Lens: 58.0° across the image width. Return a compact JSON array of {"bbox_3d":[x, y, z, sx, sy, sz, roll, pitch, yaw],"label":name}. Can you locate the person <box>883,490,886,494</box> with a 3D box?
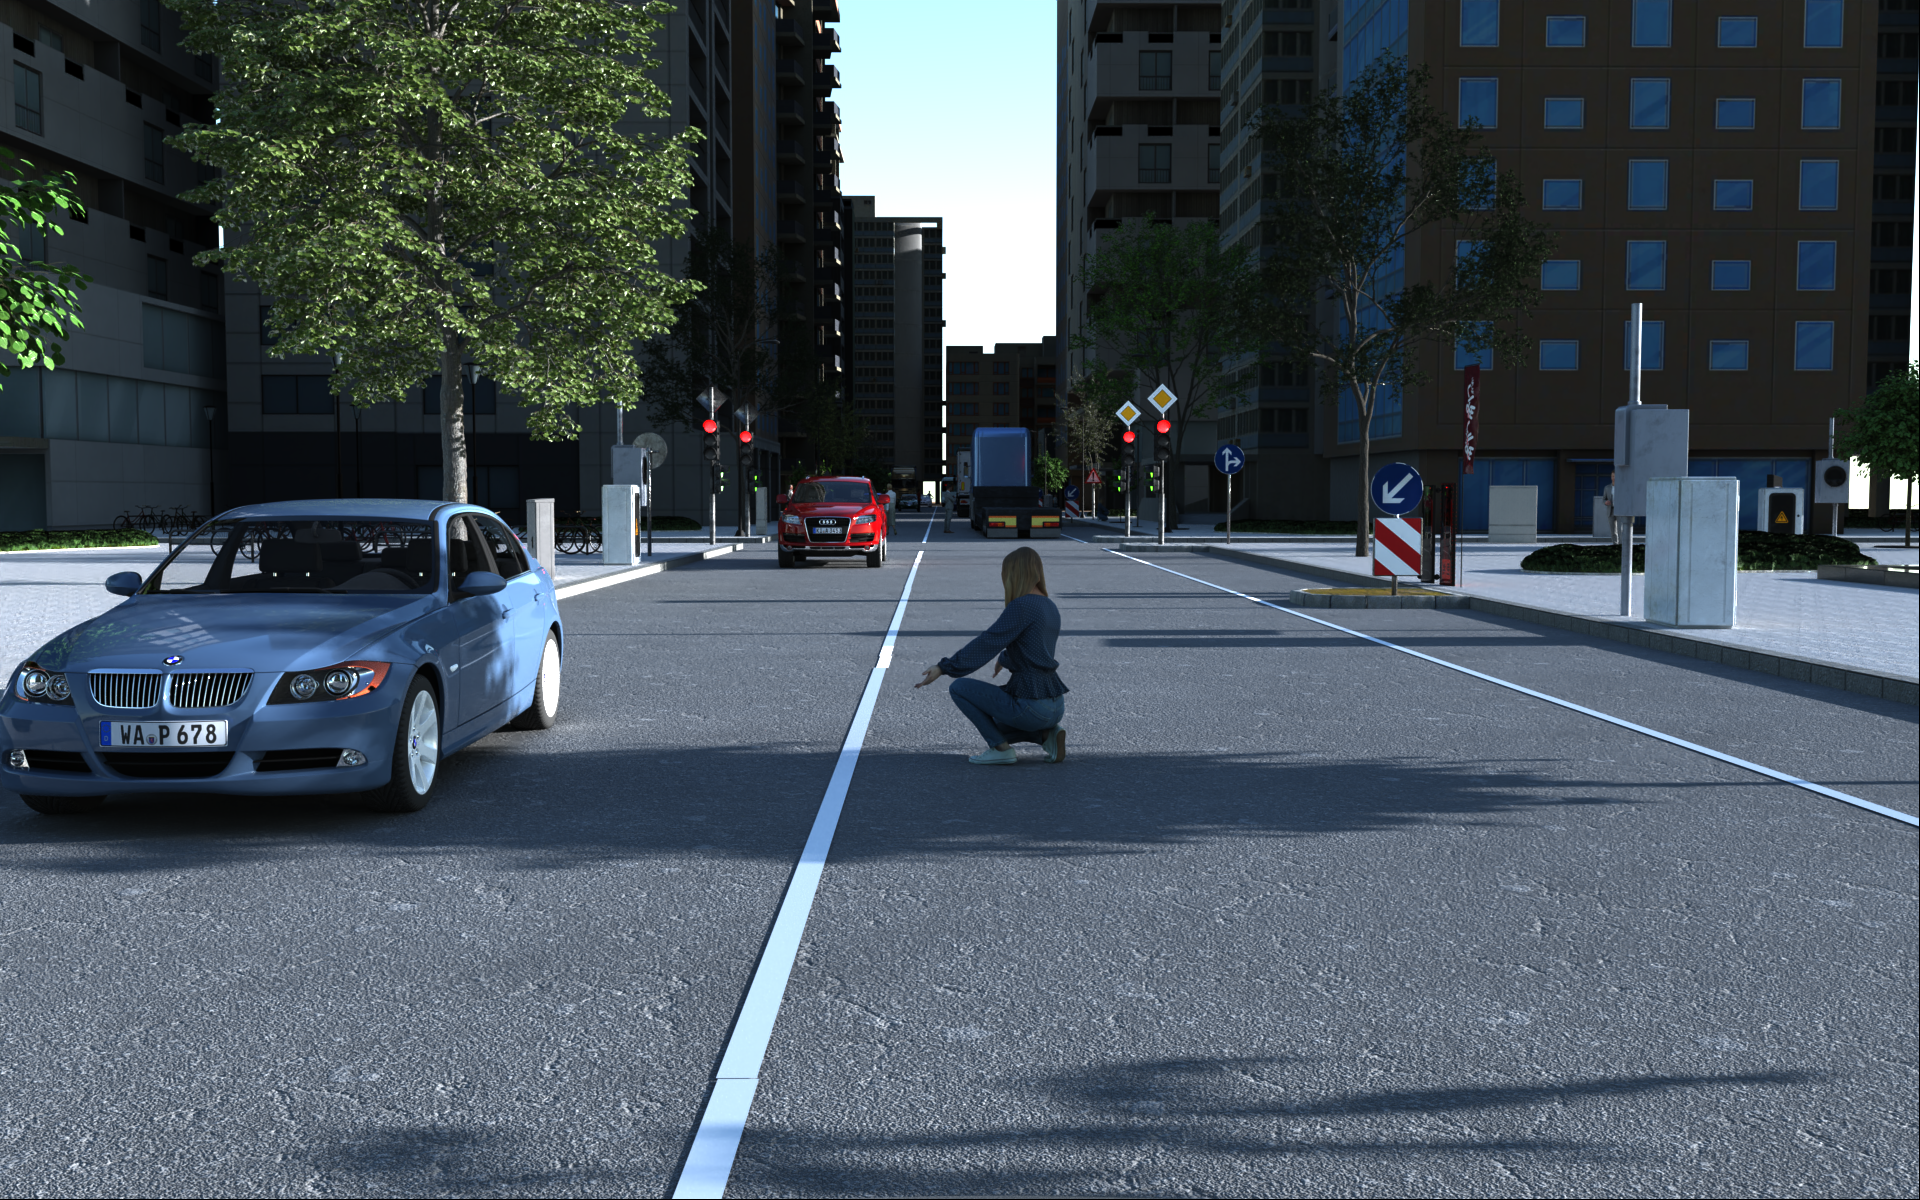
[{"bbox_3d":[-8.486,-11.399,193.243,0.721,1.723,1.217,3,5,44],"label":"person"}]

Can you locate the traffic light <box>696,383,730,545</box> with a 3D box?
[{"bbox_3d":[-6.259,-3.358,43.827,0.839,4.253,0.868,0,4,-1],"label":"traffic light"}]

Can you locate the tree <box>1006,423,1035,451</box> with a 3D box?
[{"bbox_3d":[5.528,-13.621,173.062,4.360,8.622,3.978,0,3,0],"label":"tree"}]

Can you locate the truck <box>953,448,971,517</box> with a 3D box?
[{"bbox_3d":[1.028,-7.403,109.945,2.839,4.237,11.283,0,4,-1],"label":"truck"}]

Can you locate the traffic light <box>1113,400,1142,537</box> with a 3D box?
[{"bbox_3d":[5.014,-3.855,51.952,0.839,4.253,0.868,0,4,-1],"label":"traffic light"}]

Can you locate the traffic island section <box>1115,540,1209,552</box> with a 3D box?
[{"bbox_3d":[5.141,-1.333,44.081,2.009,0.180,2.903,0,4,-1],"label":"traffic island section"}]

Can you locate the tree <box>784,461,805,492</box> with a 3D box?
[{"bbox_3d":[-9.357,-6.449,100.047,1.663,3.219,1.824,0,3,0],"label":"tree"}]

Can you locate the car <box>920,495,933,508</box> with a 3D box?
[{"bbox_3d":[-3.944,-10.624,186.068,2.083,1.381,4.827,0,3,0],"label":"car"}]

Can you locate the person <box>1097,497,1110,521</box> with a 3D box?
[{"bbox_3d":[6.789,-4.264,81.265,0.738,1.151,1.012,1,4,15],"label":"person"}]

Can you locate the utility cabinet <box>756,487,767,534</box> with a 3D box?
[{"bbox_3d":[-6.297,-2.824,54.856,0.318,1.500,1.173,0,4,-3],"label":"utility cabinet"}]

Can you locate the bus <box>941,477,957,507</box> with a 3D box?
[{"bbox_3d":[-0.742,-12.307,196.073,2.948,3.499,13.247,0,4,1],"label":"bus"}]

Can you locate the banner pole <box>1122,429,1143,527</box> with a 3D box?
[{"bbox_3d":[6.656,-4.714,67.083,0.863,3.779,0.401,0,4,3],"label":"banner pole"}]

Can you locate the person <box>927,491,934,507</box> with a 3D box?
[{"bbox_3d":[-3.478,-11.571,197.761,1.350,1.814,0.705,3,5,44],"label":"person"}]

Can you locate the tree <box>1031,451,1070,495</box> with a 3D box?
[{"bbox_3d":[6.565,-8.984,130.604,4.285,4.588,4.351,0,3,0],"label":"tree"}]

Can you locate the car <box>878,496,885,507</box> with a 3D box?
[{"bbox_3d":[-4.475,-4.846,91.807,1.945,1.354,3.894,0,4,-2],"label":"car"}]

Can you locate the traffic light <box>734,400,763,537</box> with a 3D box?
[{"bbox_3d":[-6.347,-3.847,51.811,0.839,4.253,0.868,0,4,-1],"label":"traffic light"}]

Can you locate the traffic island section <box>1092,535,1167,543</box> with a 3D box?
[{"bbox_3d":[5.054,-1.822,52.066,2.009,0.180,2.903,0,4,-1],"label":"traffic island section"}]

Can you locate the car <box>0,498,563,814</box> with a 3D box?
[{"bbox_3d":[-3.325,0.165,9.304,2.014,1.417,4.499,0,4,-1],"label":"car"}]

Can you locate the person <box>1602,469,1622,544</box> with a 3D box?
[{"bbox_3d":[13.699,-1.836,36.262,0.606,1.804,0.583,3,5,40],"label":"person"}]

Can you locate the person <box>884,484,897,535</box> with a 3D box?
[{"bbox_3d":[-2.391,-3.143,60.113,0.478,1.798,0.641,-2,4,-27],"label":"person"}]

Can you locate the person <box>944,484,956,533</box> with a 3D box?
[{"bbox_3d":[-0.351,-3.369,63.763,0.466,1.800,0.511,-2,4,-31],"label":"person"}]

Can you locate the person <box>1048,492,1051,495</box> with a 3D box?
[{"bbox_3d":[6.918,-7.622,133.854,0.628,1.438,0.799,-3,5,-42],"label":"person"}]

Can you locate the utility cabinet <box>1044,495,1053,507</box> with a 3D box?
[{"bbox_3d":[5.968,-6.496,117.374,0.306,1.237,1.020,-1,4,-17],"label":"utility cabinet"}]

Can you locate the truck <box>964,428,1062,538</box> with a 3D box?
[{"bbox_3d":[1.821,-4.562,64.348,2.967,4.110,18.799,0,4,-1],"label":"truck"}]

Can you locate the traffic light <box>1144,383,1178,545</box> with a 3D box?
[{"bbox_3d":[5.101,-3.367,43.967,0.839,4.253,0.868,0,4,-1],"label":"traffic light"}]

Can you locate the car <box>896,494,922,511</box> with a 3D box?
[{"bbox_3d":[-4.249,-8.115,144.485,2.131,1.459,4.920,0,4,-2],"label":"car"}]

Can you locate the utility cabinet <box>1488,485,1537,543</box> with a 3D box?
[{"bbox_3d":[14.281,-2.206,44.740,1.173,1.500,0.318,1,4,19],"label":"utility cabinet"}]

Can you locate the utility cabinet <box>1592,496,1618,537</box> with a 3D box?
[{"bbox_3d":[19.388,-2.470,51.553,1.020,1.237,0.306,1,4,17],"label":"utility cabinet"}]

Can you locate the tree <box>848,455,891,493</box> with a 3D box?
[{"bbox_3d":[-7.865,-9.852,144.799,4.285,4.588,4.351,0,3,0],"label":"tree"}]

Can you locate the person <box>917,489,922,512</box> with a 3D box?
[{"bbox_3d":[-3.180,-7.804,136.040,0.705,1.831,1.348,0,4,-6],"label":"person"}]

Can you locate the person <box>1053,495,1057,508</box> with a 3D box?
[{"bbox_3d":[6.645,-6.743,120.976,0.332,1.250,0.352,1,4,17],"label":"person"}]

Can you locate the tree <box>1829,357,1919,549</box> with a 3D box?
[{"bbox_3d":[22.742,-3.521,41.275,4.285,4.588,4.351,0,3,0],"label":"tree"}]

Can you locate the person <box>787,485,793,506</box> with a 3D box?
[{"bbox_3d":[-8.952,-5.242,92.155,0.834,1.777,0.661,0,4,3],"label":"person"}]

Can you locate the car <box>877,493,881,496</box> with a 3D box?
[{"bbox_3d":[-5.073,-5.525,99.927,1.945,1.707,3.694,0,3,0],"label":"car"}]

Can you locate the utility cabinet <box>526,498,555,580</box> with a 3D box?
[{"bbox_3d":[-6.375,-0.925,26.291,0.306,1.237,1.020,-1,4,-21],"label":"utility cabinet"}]

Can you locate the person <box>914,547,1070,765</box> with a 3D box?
[{"bbox_3d":[0.179,0.293,9.212,0.738,1.151,1.012,3,4,38],"label":"person"}]

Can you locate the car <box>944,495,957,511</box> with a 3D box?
[{"bbox_3d":[-0.148,-6.906,125.486,1.945,1.354,3.894,0,4,-1],"label":"car"}]

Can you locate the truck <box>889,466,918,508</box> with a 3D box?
[{"bbox_3d":[-5.573,-11.215,172.279,2.839,4.237,11.283,0,4,-1],"label":"truck"}]

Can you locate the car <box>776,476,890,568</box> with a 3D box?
[{"bbox_3d":[-2.557,-1.638,35.450,2.281,1.827,5.304,0,4,-1],"label":"car"}]

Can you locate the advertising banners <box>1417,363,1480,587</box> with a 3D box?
[{"bbox_3d":[6.836,-1.716,24.241,0.090,3.025,2.074,0,4,-5],"label":"advertising banners"}]

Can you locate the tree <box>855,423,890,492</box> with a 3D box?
[{"bbox_3d":[-9.103,-13.746,175.102,4.360,8.622,3.978,0,3,0],"label":"tree"}]
